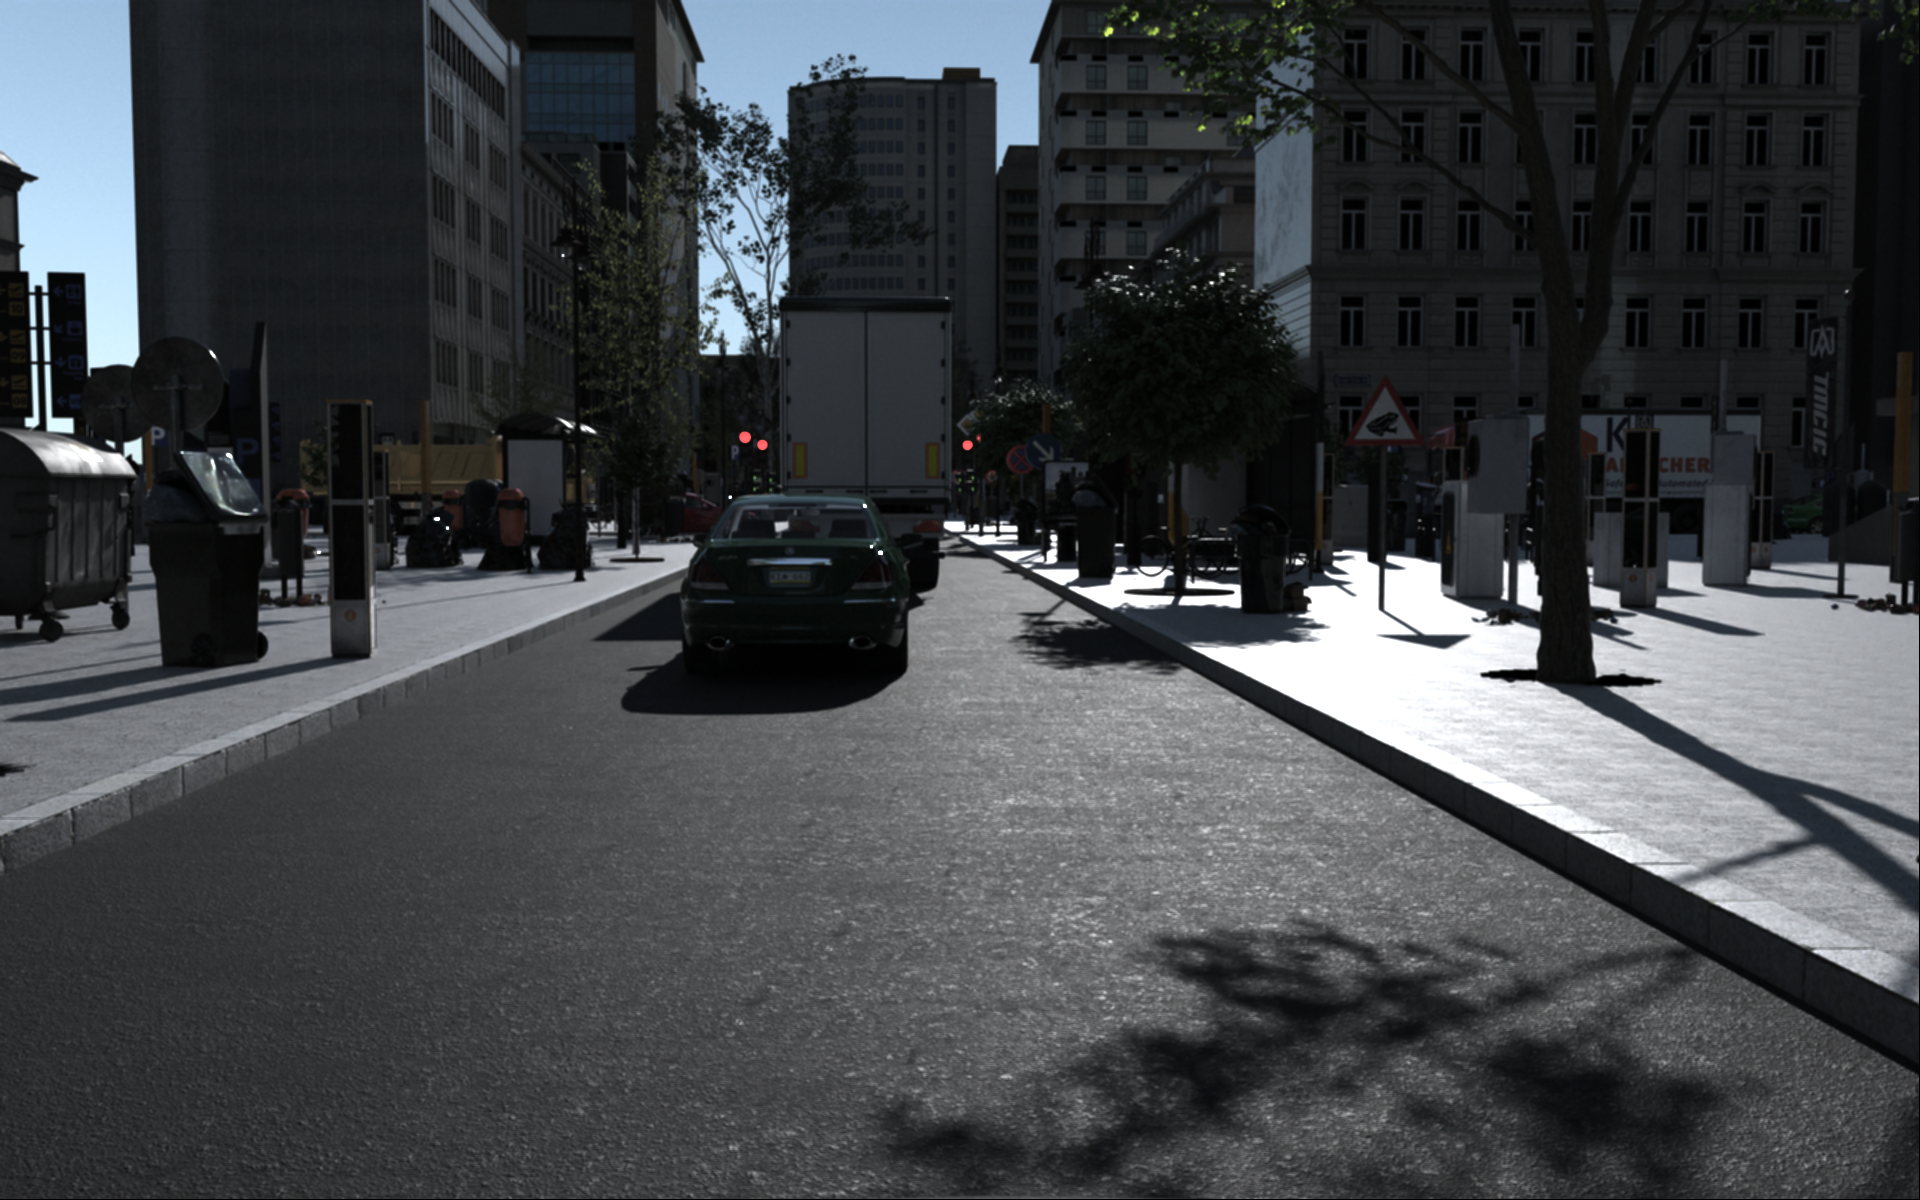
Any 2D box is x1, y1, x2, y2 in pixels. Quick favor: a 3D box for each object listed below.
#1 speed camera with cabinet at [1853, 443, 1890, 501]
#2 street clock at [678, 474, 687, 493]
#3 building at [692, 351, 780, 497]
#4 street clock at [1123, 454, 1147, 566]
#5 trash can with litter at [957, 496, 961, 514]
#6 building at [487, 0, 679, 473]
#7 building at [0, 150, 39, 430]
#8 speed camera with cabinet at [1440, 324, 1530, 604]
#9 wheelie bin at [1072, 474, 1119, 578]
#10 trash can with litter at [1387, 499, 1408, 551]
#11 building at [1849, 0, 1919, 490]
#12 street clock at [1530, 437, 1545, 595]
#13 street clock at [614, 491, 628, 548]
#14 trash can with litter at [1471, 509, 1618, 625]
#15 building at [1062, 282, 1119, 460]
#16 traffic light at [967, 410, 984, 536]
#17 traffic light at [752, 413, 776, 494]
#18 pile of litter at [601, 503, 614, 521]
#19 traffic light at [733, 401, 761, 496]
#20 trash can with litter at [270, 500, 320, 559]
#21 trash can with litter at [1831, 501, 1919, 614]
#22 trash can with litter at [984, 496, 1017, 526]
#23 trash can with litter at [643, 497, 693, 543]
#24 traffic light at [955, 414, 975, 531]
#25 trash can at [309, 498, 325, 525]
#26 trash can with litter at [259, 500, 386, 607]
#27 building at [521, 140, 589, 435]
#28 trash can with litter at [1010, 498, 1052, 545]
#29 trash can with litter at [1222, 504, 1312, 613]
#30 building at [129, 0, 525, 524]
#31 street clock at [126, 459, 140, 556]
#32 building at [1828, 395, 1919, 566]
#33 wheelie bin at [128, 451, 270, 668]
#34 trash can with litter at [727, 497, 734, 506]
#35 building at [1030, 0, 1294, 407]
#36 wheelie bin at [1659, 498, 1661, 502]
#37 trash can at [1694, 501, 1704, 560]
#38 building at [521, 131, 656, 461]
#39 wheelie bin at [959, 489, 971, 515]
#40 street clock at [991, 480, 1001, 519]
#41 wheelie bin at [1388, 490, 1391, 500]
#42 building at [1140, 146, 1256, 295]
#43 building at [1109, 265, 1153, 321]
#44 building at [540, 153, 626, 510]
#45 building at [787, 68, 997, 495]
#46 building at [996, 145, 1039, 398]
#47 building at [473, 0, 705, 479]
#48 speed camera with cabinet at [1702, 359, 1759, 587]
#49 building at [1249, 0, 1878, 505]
[{"bbox_3d":[35.950,-4.475,67.503,2.038,3.252,0.660,2,4,35],"label":"speed camera with cabinet"},{"bbox_3d":[-9.845,-3.474,61.378,0.358,2.002,0.471,-2,4,-29],"label":"street clock"},{"bbox_3d":[-38.764,-24.493,245.505,28.899,21.520,27.650,0,4,-3],"label":"building"},{"bbox_3d":[3.133,-1.622,31.088,0.358,2.002,0.471,-2,4,-26],"label":"street clock"},{"bbox_3d":[0.172,-5.999,109.471,0.624,1.170,1.055,-1,4,-8],"label":"trash can with litter"},{"bbox_3d":[-33.133,-30.909,155.475,14.600,45.320,14.200,0,4,-3],"label":"building"},{"bbox_3d":[-53.076,-12.980,76.858,19.286,19.102,10.561,0,4,-3],"label":"building"},{"bbox_3d":[6.334,-1.630,20.983,0.660,3.252,2.038,0,4,4],"label":"speed camera with cabinet"},{"bbox_3d":[2.094,-1.153,26.756,0.693,1.594,0.980,1,4,9],"label":"wheelie bin"},{"bbox_3d":[9.790,-1.699,39.161,0.624,1.170,1.055,1,4,12],"label":"trash can with litter"},{"bbox_3d":[52.284,-17.697,82.845,24.014,27.812,14.314,0,4,-3],"label":"building"},{"bbox_3d":[7.449,-1.058,21.874,0.471,2.002,0.358,-1,4,-23],"label":"street clock"},{"bbox_3d":[-8.043,-2.236,41.129,0.358,2.002,0.471,0,4,-4],"label":"street clock"},{"bbox_3d":[5.921,-0.409,17.750,2.233,1.210,1.678,-3,4,-38],"label":"trash can with litter"},{"bbox_3d":[24.540,-19.027,156.127,27.650,21.520,28.899,0,4,-3],"label":"building"},{"bbox_3d":[0.625,-3.891,52.535,0.839,4.253,0.868,0,4,-3],"label":"traffic light"},{"bbox_3d":[-6.818,-4.357,60.150,0.839,4.253,0.868,0,4,-3],"label":"traffic light"},{"bbox_3d":[-17.272,-4.260,83.623,1.176,0.858,1.719,-1,4,-10],"label":"pile of litter"},{"bbox_3d":[-6.427,-3.869,52.175,0.839,4.253,0.868,0,4,-3],"label":"traffic light"},{"bbox_3d":[-13.183,-1.401,34.296,1.055,1.170,0.624,1,4,16],"label":"trash can with litter"},{"bbox_3d":[10.557,-0.497,19.176,1.678,1.210,2.233,1,4,16],"label":"trash can with litter"},{"bbox_3d":[1.681,-3.607,70.026,2.233,1.210,1.678,-3,4,-38],"label":"trash can with litter"},{"bbox_3d":[-7.239,-2.146,46.145,2.233,1.210,1.678,0,4,1],"label":"trash can with litter"},{"bbox_3d":[0.234,-4.379,60.511,0.839,4.253,0.868,0,4,-3],"label":"traffic light"},{"bbox_3d":[-26.510,-3.650,71.334,0.748,1.137,0.748,0,3,0],"label":"trash can"},{"bbox_3d":[-7.927,-0.574,20.449,1.678,1.210,2.233,-3,5,-40],"label":"trash can with litter"},{"bbox_3d":[-29.098,-16.749,102.731,11.050,23.489,19.941,0,4,-3],"label":"building"},{"bbox_3d":[1.808,-1.977,43.712,0.624,1.170,1.055,3,5,45],"label":"trash can with litter"},{"bbox_3d":[3.381,-0.460,18.905,0.624,1.170,1.055,3,5,40],"label":"trash can with litter"},{"bbox_3d":[-28.884,-16.173,82.450,12.078,24.808,19.932,0,4,-3],"label":"building"},{"bbox_3d":[-17.215,-1.909,35.784,0.358,2.002,0.471,3,4,37],"label":"street clock"},{"bbox_3d":[32.990,-20.416,25.682,32.217,40.220,23.993,0,4,-3],"label":"building"},{"bbox_3d":[-5.699,-0.314,13.048,0.693,1.594,0.980,1,4,13],"label":"wheelie bin"},{"bbox_3d":[-10.134,-4.056,77.708,1.055,1.170,0.624,3,5,43],"label":"trash can with litter"},{"bbox_3d":[22.858,-36.332,183.269,28.713,52.752,27.495,0,4,-3],"label":"building"},{"bbox_3d":[19.880,-2.598,50.391,0.980,1.594,0.693,-3,4,-39],"label":"wheelie bin"},{"bbox_3d":[14.597,-1.337,33.506,0.748,1.137,0.748,0,3,0],"label":"trash can"},{"bbox_3d":[-32.852,-22.630,141.700,14.160,30.474,14.107,0,4,-3],"label":"building"},{"bbox_3d":[0.382,-5.939,105.018,0.980,1.594,0.693,-1,4,-17],"label":"wheelie bin"},{"bbox_3d":[1.851,-5.183,89.314,0.471,2.002,0.358,1,4,13],"label":"street clock"},{"bbox_3d":[12.786,-2.765,53.121,0.980,1.594,0.693,3,5,44],"label":"wheelie bin"},{"bbox_3d":[19.314,-16.099,105.026,13.314,21.916,24.055,0,4,-3],"label":"building"},{"bbox_3d":[16.692,-16.052,127.071,10.561,19.102,19.286,0,4,-3],"label":"building"},{"bbox_3d":[-30.713,-17.806,120.805,12.332,23.373,15.834,0,4,-3],"label":"building"},{"bbox_3d":[-9.637,-42.840,242.425,28.212,58.520,21.231,0,4,-3],"label":"building"},{"bbox_3d":[15.291,-37.926,243.795,21.600,48.544,21.300,0,4,-3],"label":"building"},{"bbox_3d":[-41.692,-36.186,180.886,27.495,52.752,28.713,0,4,-3],"label":"building"},{"bbox_3d":[11.079,-1.866,24.846,0.660,3.252,2.038,2,4,27],"label":"speed camera with cabinet"},{"bbox_3d":[26.991,-17.359,81.076,25.104,27.353,12.463,0,4,-3],"label":"building"}]
